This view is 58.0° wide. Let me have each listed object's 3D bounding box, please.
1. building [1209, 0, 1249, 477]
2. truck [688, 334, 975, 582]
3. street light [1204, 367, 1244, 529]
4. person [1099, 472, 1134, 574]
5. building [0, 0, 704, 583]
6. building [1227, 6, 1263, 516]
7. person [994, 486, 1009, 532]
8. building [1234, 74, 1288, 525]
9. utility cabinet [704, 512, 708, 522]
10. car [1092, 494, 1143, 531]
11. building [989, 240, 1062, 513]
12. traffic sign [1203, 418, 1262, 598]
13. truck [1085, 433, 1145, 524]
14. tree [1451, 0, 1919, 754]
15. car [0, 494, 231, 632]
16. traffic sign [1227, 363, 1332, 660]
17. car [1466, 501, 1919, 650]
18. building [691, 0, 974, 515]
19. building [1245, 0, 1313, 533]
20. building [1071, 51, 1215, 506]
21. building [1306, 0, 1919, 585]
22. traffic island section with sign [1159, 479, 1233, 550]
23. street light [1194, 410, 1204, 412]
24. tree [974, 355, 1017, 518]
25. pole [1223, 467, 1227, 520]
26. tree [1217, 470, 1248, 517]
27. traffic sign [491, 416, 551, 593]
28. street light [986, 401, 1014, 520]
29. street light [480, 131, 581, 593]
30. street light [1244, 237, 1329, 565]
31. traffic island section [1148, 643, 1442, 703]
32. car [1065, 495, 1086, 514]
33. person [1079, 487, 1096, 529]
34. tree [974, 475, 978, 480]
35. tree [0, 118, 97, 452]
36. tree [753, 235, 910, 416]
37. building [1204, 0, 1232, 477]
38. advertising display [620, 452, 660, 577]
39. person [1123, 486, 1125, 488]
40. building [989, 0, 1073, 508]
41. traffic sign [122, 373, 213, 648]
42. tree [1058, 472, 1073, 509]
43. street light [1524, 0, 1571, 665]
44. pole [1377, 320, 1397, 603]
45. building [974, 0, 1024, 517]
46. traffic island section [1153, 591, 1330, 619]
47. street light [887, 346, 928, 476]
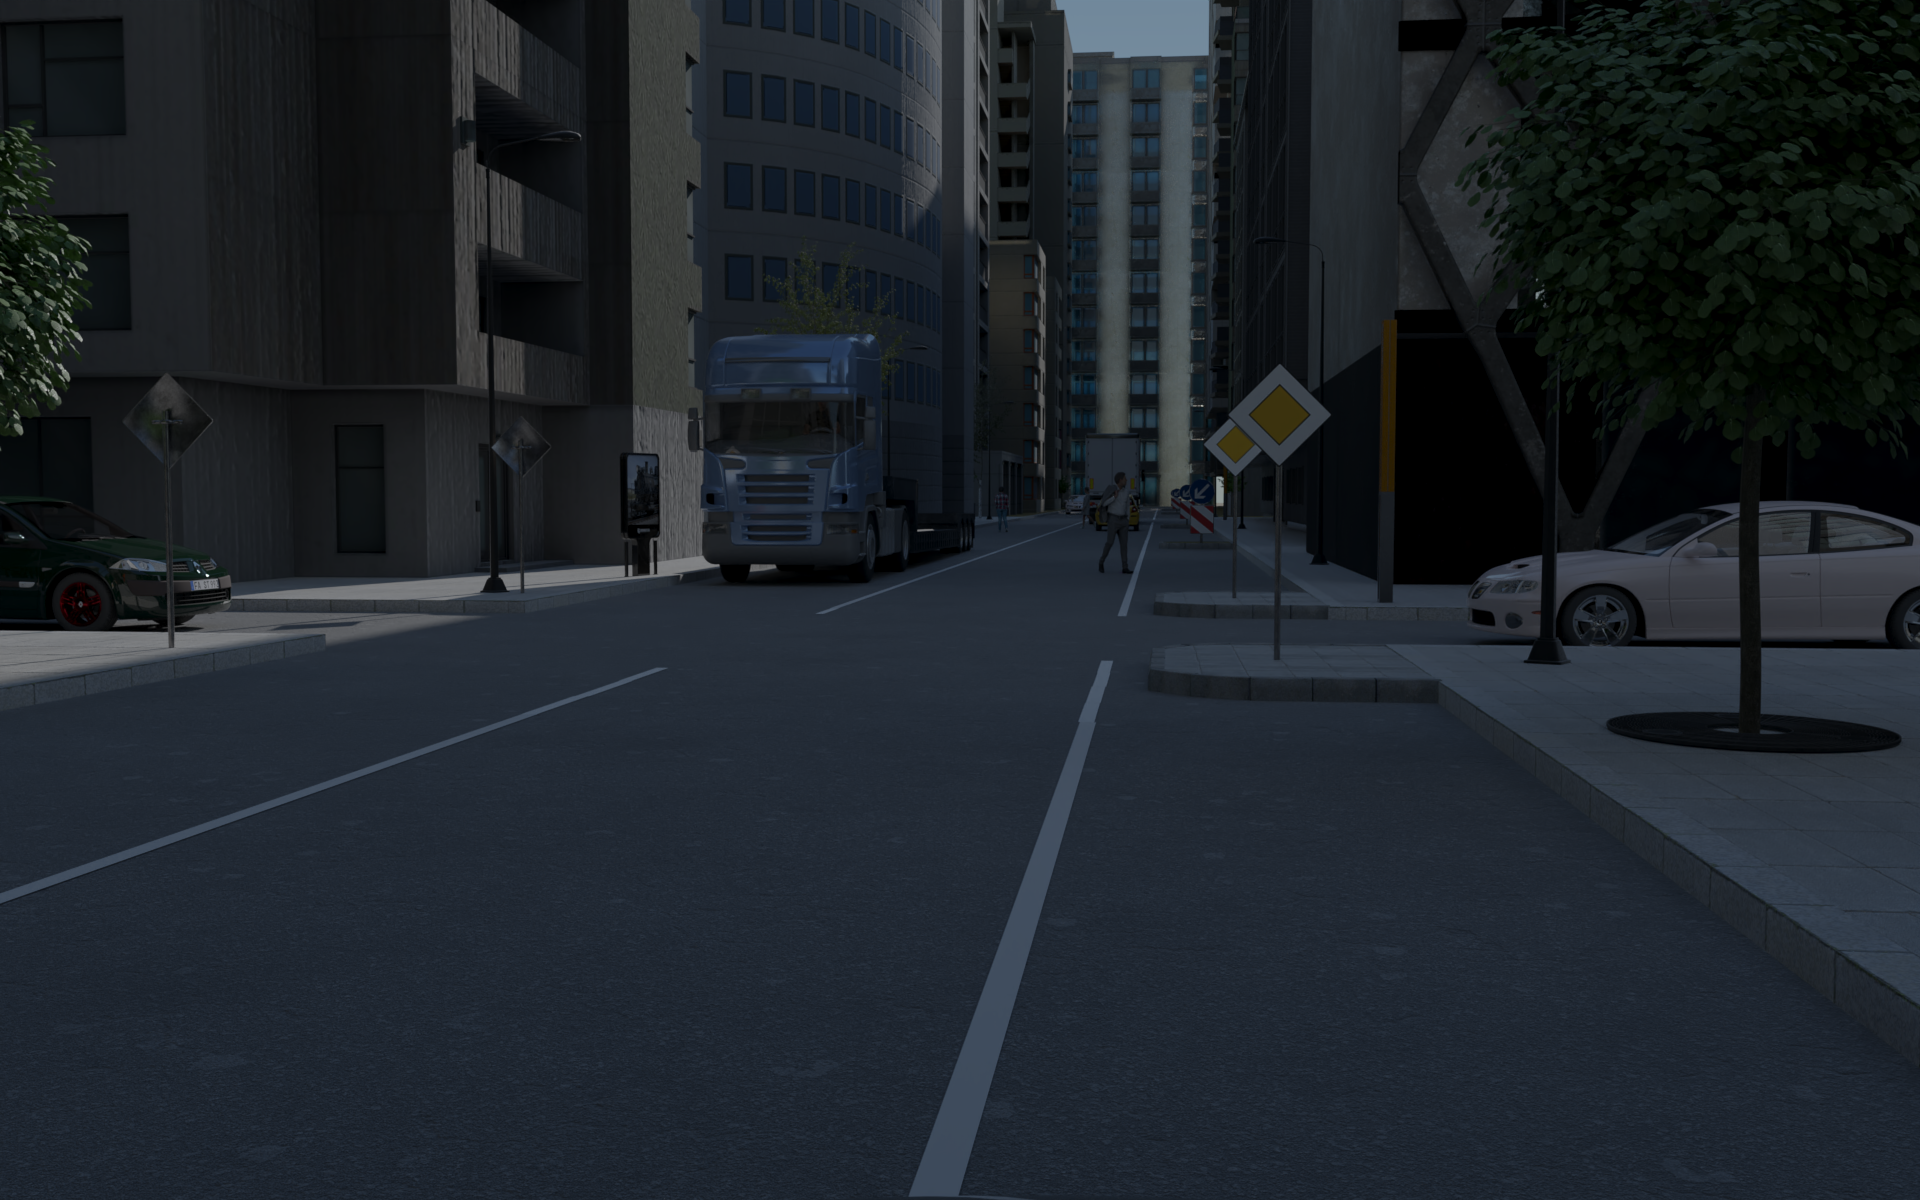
[{"bbox_3d":[29.699,-28.867,126.605,22.147,44.769,28.867,0,4,7],"label":"building"},{"bbox_3d":[-1.854,-2.769,35.039,2.967,4.110,18.799,0,4,6],"label":"truck"},{"bbox_3d":[9.823,-5.566,63.543,1.470,5.913,1.316,0,4,7],"label":"street light"},{"bbox_3d":[2.798,-1.388,31.294,0.679,1.850,0.850,-3,4,-36],"label":"person"},{"bbox_3d":[-13.091,-15.744,29.114,14.160,30.474,14.107,0,4,7],"label":"building"},{"bbox_3d":[23.529,-20.445,105.984,14.160,30.474,14.107,0,4,7],"label":"building"},{"bbox_3d":[1.574,-3.416,65.185,0.563,1.720,0.643,0,4,-2],"label":"person"},{"bbox_3d":[20.216,-15.898,79.005,14.314,24.678,30.058,0,4,7],"label":"building"},{"bbox_3d":[-6.858,-2.124,43.407,0.318,1.500,1.173,3,4,39],"label":"utility cabinet"},{"bbox_3d":[6.211,-3.547,68.225,2.015,1.641,3.980,0,4,5],"label":"car"},{"bbox_3d":[-6.828,-17.659,133.769,27.650,21.520,28.899,0,4,7],"label":"building"},{"bbox_3d":[3.375,-1.078,21.264,0.795,2.450,0.064,0,4,7],"label":"traffic sign"},{"bbox_3d":[7.662,-5.909,85.523,2.839,4.237,11.283,0,4,7],"label":"truck"},{"bbox_3d":[4.300,-1.556,9.155,4.285,4.588,4.351,0,3,0],"label":"tree"},{"bbox_3d":[-9.983,-0.530,18.452,4.222,1.686,2.009,0,4,8],"label":"car"},{"bbox_3d":[2.448,-0.593,13.333,0.795,2.450,0.064,0,4,7],"label":"traffic sign"},{"bbox_3d":[7.179,-0.223,16.009,4.827,1.381,2.083,0,4,5],"label":"car"},{"bbox_3d":[-11.393,-32.196,68.398,21.231,58.520,28.212,0,4,7],"label":"building"},{"bbox_3d":[16.264,-15.815,52.090,14.314,27.812,24.014,0,4,7],"label":"building"},{"bbox_3d":[13.891,-34.930,190.710,30.456,49.044,23.786,0,4,7],"label":"building"},{"bbox_3d":[14.916,-9.827,28.118,16.811,18.784,16.820,0,4,7],"label":"building"},{"bbox_3d":[6.265,-2.272,45.779,1.989,1.847,2.006,0,4,7],"label":"traffic island section with sign"},{"bbox_3d":[13.591,-7.532,95.695,1.470,5.913,1.316,0,4,7],"label":"street light"},{"bbox_3d":[0.837,-8.620,91.292,4.360,8.622,3.978,0,3,0],"label":"tree"},{"bbox_3d":[13.066,-5.592,85.271,0.158,3.312,0.155,0,3,0],"label":"pole"},{"bbox_3d":[15.458,-6.345,98.347,1.663,3.219,1.824,0,3,0],"label":"tree"},{"bbox_3d":[-5.655,-1.143,22.336,0.795,2.450,0.064,0,4,7],"label":"traffic sign"},{"bbox_3d":[2.013,-6.992,86.853,1.470,5.913,1.316,0,4,7],"label":"street light"},{"bbox_3d":[-5.543,-3.049,22.386,1.470,5.913,1.316,0,4,7],"label":"street light"},{"bbox_3d":[6.000,-3.600,31.397,1.470,5.913,1.316,0,4,7],"label":"street light"},{"bbox_3d":[2.473,0.543,13.407,2.009,0.180,2.903,0,4,7],"label":"traffic island section"},{"bbox_3d":[8.486,-6.779,123.198,2.083,1.381,4.827,0,4,5],"label":"car"},{"bbox_3d":[5.291,-3.832,71.909,0.760,1.731,0.466,-2,4,-32],"label":"person"},{"bbox_3d":[-0.138,-5.480,84.191,1.663,3.219,1.824,0,3,0],"label":"tree"},{"bbox_3d":[-7.693,-1.734,12.064,4.285,4.588,4.351,0,3,0],"label":"tree"},{"bbox_3d":[-3.768,-6.105,50.175,4.737,8.622,4.395,0,3,0],"label":"tree"},{"bbox_3d":[35.945,-34.599,154.929,28.713,52.752,27.495,0,4,7],"label":"building"},{"bbox_3d":[-5.010,-1.342,27.159,0.123,1.923,0.974,1,4,21],"label":"advertising display"},{"bbox_3d":[6.802,-3.961,73.279,0.660,1.820,0.620,1,4,19],"label":"person"},{"bbox_3d":[-0.486,-33.009,163.398,21.600,48.544,21.300,0,4,7],"label":"building"},{"bbox_3d":[-6.582,-0.658,14.405,0.795,2.450,0.064,0,4,7],"label":"traffic sign"},{"bbox_3d":[8.751,-9.479,149.587,1.663,3.219,1.824,0,3,0],"label":"tree"},{"bbox_3d":[3.929,-2.478,13.059,1.470,5.913,1.316,0,4,7],"label":"street light"},{"bbox_3d":[5.031,-1.625,20.405,0.158,3.312,0.155,0,3,0],"label":"pole"},{"bbox_3d":[-6.579,-40.905,107.054,20.563,71.187,20.611,0,4,7],"label":"building"},{"bbox_3d":[3.400,0.058,21.339,2.009,0.180,2.903,0,4,7],"label":"traffic island section"},{"bbox_3d":[-1.715,-5.015,54.531,1.470,5.913,1.316,0,4,7],"label":"street light"}]
